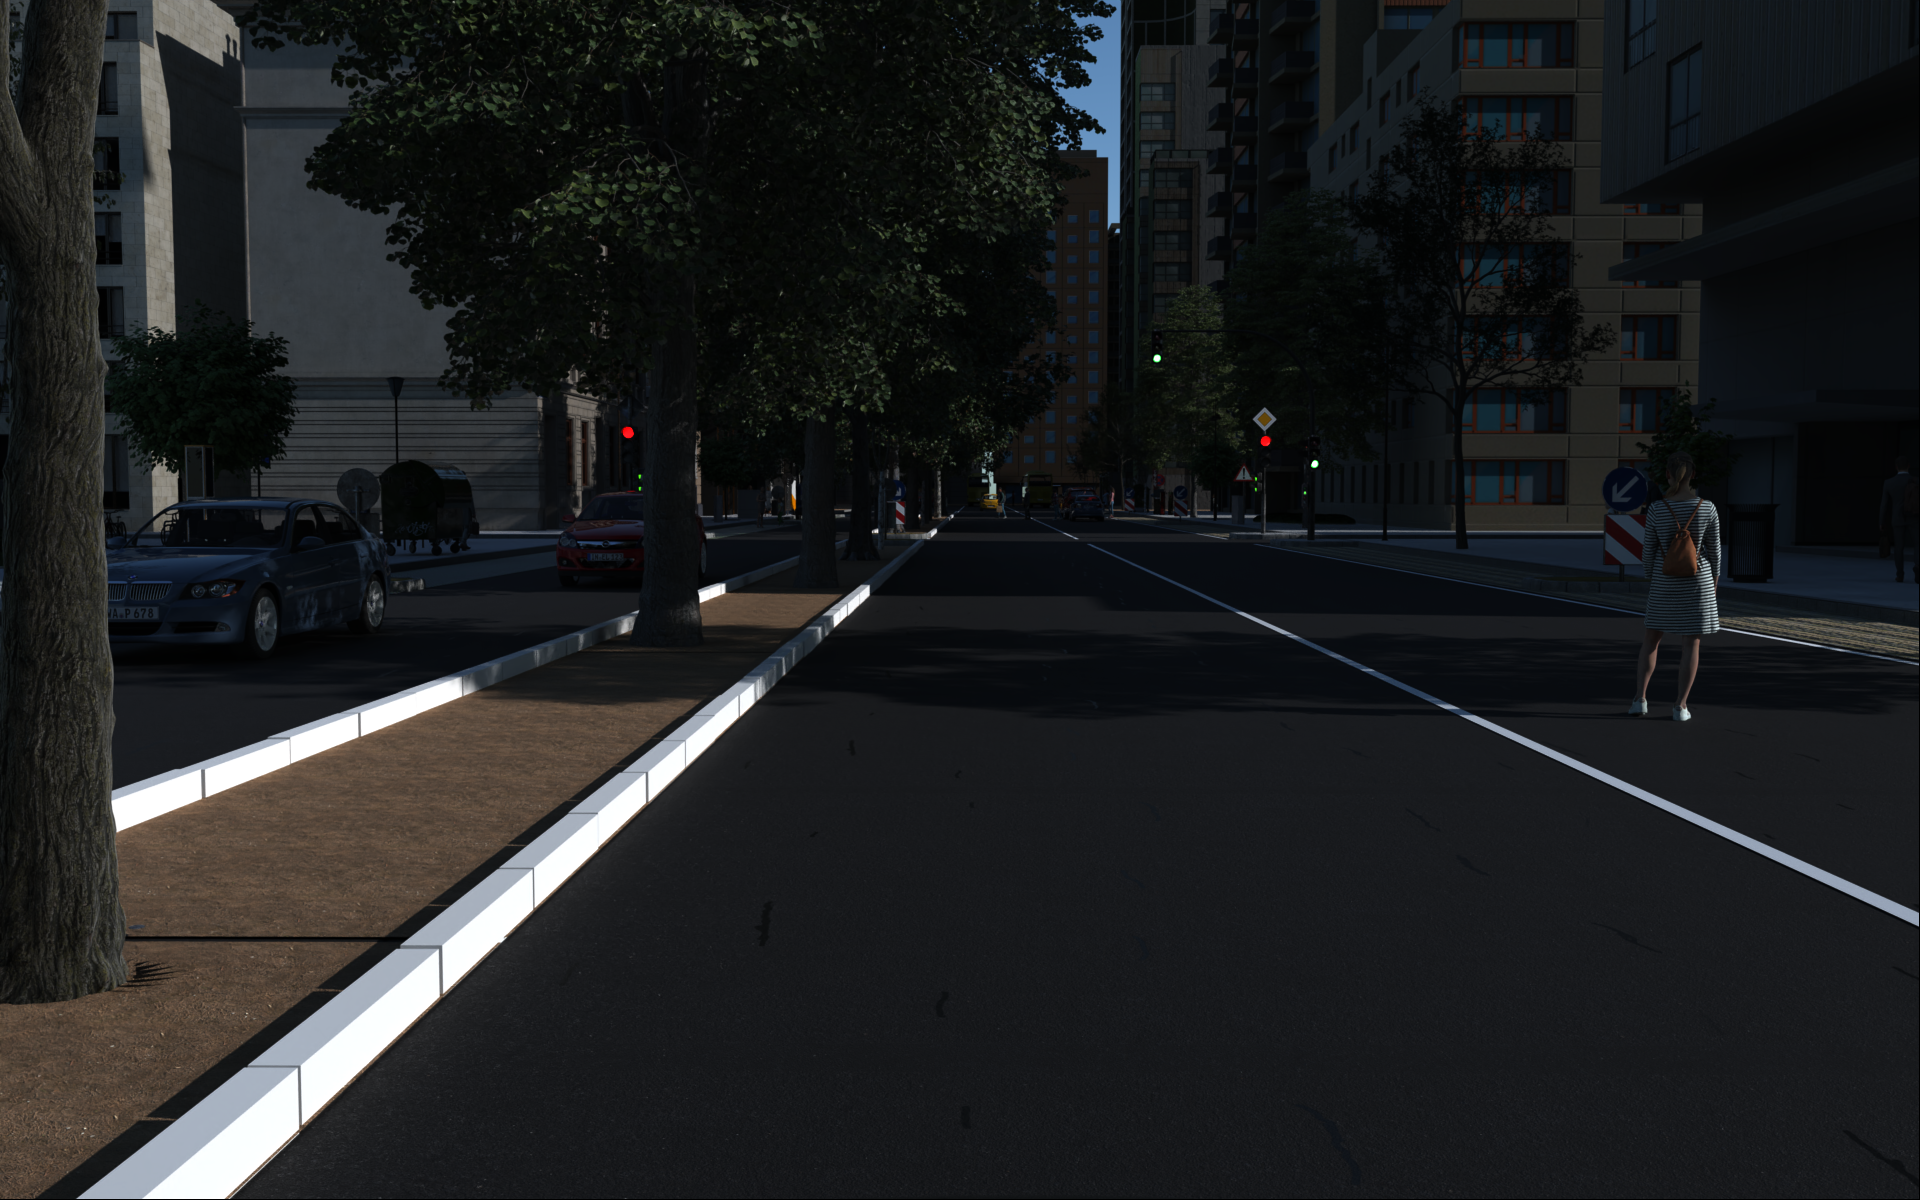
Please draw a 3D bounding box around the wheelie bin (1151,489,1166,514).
[{"bbox_3d":[12.549,-6.218,109.569,0.980,1.594,0.693,1,4,12],"label":"wheelie bin"}]

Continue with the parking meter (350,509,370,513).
[{"bbox_3d":[-11.778,-1.566,34.015,0.372,1.533,0.369,0,3,0],"label":"parking meter"}]

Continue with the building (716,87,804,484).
[{"bbox_3d":[-19.964,-28.655,152.110,14.154,41.232,14.086,0,4,1],"label":"building"}]

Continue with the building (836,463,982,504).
[{"bbox_3d":[-11.105,-41.937,227.664,28.212,58.520,21.231,0,4,1],"label":"building"}]

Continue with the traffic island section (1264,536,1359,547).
[{"bbox_3d":[9.758,-1.579,48.105,2.009,0.180,2.903,0,4,1],"label":"traffic island section"}]

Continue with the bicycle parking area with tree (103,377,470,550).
[{"bbox_3d":[-16.354,-3.390,42.423,8.231,4.147,9.016,1,4,9],"label":"bicycle parking area with tree"}]

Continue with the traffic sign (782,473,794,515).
[{"bbox_3d":[-10.368,-6.366,104.195,0.768,2.556,0.104,1,4,10],"label":"traffic sign"}]

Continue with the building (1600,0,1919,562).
[{"bbox_3d":[29.518,-26.950,29.874,28.713,52.752,27.495,0,4,1],"label":"building"}]

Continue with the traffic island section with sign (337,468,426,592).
[{"bbox_3d":[-9.085,-1.045,25.713,1.989,1.847,2.006,0,4,1],"label":"traffic island section with sign"}]

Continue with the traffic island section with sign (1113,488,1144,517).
[{"bbox_3d":[10.378,-6.069,107.854,1.989,1.847,2.006,0,4,1],"label":"traffic island section with sign"}]

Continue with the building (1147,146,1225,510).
[{"bbox_3d":[22.861,-23.015,148.004,14.160,30.474,14.107,0,4,1],"label":"building"}]

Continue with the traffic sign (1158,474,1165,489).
[{"bbox_3d":[12.800,-6.807,111.396,0.768,2.556,0.104,0,4,5],"label":"traffic sign"}]

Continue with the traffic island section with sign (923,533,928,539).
[{"bbox_3d":[-2.044,-2.920,55.873,2.006,1.907,1.989,0,4,1],"label":"traffic island section with sign"}]

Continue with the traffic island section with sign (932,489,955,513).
[{"bbox_3d":[-1.282,-7.515,131.007,2.006,1.907,1.989,0,4,1],"label":"traffic island section with sign"}]

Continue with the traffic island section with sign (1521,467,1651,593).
[{"bbox_3d":[9.545,-1.057,25.905,1.989,1.847,2.006,0,4,1],"label":"traffic island section with sign"}]

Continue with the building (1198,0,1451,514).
[{"bbox_3d":[28.275,-28.218,115.988,22.147,44.769,28.867,0,4,1],"label":"building"}]

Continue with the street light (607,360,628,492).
[{"bbox_3d":[-11.109,-5.115,56.419,0.468,5.910,1.993,0,4,1],"label":"street light"}]

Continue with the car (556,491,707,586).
[{"bbox_3d":[-5.310,-1.179,28.321,2.155,1.783,4.494,0,4,1],"label":"car"}]

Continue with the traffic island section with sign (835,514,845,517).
[{"bbox_3d":[-8.236,-6.088,108.171,1.989,1.847,2.006,0,4,1],"label":"traffic island section with sign"}]

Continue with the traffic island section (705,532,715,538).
[{"bbox_3d":[-9.100,-2.080,56.289,2.009,0.180,2.903,0,4,1],"label":"traffic island section"}]

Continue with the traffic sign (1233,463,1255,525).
[{"bbox_3d":[11.800,-4.406,72.041,0.884,2.594,0.081,0,4,6],"label":"traffic sign"}]

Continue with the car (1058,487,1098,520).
[{"bbox_3d":[6.776,-5.480,98.271,2.281,1.827,5.304,0,4,-1],"label":"car"}]

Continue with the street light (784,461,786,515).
[{"bbox_3d":[-10.673,-8.107,105.330,0.468,5.910,1.993,0,4,1],"label":"street light"}]

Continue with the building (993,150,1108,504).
[{"bbox_3d":[11.492,-35.141,224.666,14.200,45.320,14.600,0,4,1],"label":"building"}]

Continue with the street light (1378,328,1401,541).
[{"bbox_3d":[11.721,-4.576,47.607,0.468,5.910,1.993,0,4,1],"label":"street light"}]

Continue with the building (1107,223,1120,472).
[{"bbox_3d":[30.909,-33.095,232.983,23.993,40.220,32.217,0,4,1],"label":"building"}]

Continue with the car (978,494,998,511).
[{"bbox_3d":[2.535,-8.252,145.142,2.015,1.641,3.980,0,4,-1],"label":"car"}]

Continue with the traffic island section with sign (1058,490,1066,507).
[{"bbox_3d":[11.172,-10.791,185.059,1.989,1.847,2.006,0,4,1],"label":"traffic island section with sign"}]

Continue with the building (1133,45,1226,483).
[{"bbox_3d":[23.140,-29.245,161.744,14.154,41.232,14.086,0,4,1],"label":"building"}]

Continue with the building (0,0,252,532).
[{"bbox_3d":[-35.757,-12.770,63.543,16.860,20.320,10.420,0,4,1],"label":"building"}]

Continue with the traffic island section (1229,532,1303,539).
[{"bbox_3d":[9.840,-2.068,56.090,2.009,0.180,2.903,0,4,1],"label":"traffic island section"}]

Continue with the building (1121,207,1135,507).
[{"bbox_3d":[23.322,-24.744,176.266,14.160,30.474,14.107,0,4,1],"label":"building"}]

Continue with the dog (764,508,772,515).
[{"bbox_3d":[-11.022,-5.030,99.072,0.540,0.507,0.406,-1,4,-10],"label":"dog"}]

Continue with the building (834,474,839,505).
[{"bbox_3d":[-25.180,-30.376,188.524,23.993,40.220,32.217,0,4,1],"label":"building"}]

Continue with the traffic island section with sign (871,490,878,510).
[{"bbox_3d":[-7.723,-9.144,158.126,1.989,1.847,2.006,0,4,1],"label":"traffic island section with sign"}]

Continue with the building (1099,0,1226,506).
[{"bbox_3d":[26.606,-46.131,192.487,20.563,71.187,20.611,0,4,1],"label":"building"}]

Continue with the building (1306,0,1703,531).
[{"bbox_3d":[31.741,-13.971,73.459,28.899,21.520,27.650,0,4,1],"label":"building"}]

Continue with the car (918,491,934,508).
[{"bbox_3d":[-3.711,-10.666,183.064,2.281,1.827,5.304,0,4,2],"label":"car"}]

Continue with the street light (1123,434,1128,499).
[{"bbox_3d":[12.597,-9.661,130.747,0.468,5.910,1.993,0,4,1],"label":"street light"}]

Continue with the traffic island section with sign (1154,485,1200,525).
[{"bbox_3d":[10.089,-4.410,80.728,1.989,1.847,2.006,0,4,1],"label":"traffic island section with sign"}]

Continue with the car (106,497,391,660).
[{"bbox_3d":[-6.868,-0.276,16.519,2.014,1.417,4.499,0,4,0],"label":"car"}]

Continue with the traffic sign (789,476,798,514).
[{"bbox_3d":[-10.759,-6.771,110.809,0.768,2.556,0.104,0,4,4],"label":"traffic sign"}]

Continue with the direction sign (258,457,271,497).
[{"bbox_3d":[-19.798,-3.481,48.903,0.876,3.537,0.379,2,4,24],"label":"direction sign"}]

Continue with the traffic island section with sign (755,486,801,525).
[{"bbox_3d":[-8.505,-4.440,81.217,1.989,1.847,2.006,0,4,1],"label":"traffic island section with sign"}]

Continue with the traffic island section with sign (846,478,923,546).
[{"bbox_3d":[-2.130,-2.467,48.466,2.006,1.907,1.989,0,4,1],"label":"traffic island section with sign"}]

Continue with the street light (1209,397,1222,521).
[{"bbox_3d":[12.162,-6.710,82.489,0.468,5.910,1.993,0,4,1],"label":"street light"}]

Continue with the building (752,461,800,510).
[{"bbox_3d":[-20.599,-22.426,138.374,14.160,30.474,14.107,0,4,1],"label":"building"}]

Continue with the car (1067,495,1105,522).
[{"bbox_3d":[6.711,-4.875,91.712,2.014,1.417,4.499,0,4,2],"label":"car"}]

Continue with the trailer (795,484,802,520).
[{"bbox_3d":[-8.410,-5.420,95.659,1.471,1.999,3.904,0,4,2],"label":"trailer"}]
